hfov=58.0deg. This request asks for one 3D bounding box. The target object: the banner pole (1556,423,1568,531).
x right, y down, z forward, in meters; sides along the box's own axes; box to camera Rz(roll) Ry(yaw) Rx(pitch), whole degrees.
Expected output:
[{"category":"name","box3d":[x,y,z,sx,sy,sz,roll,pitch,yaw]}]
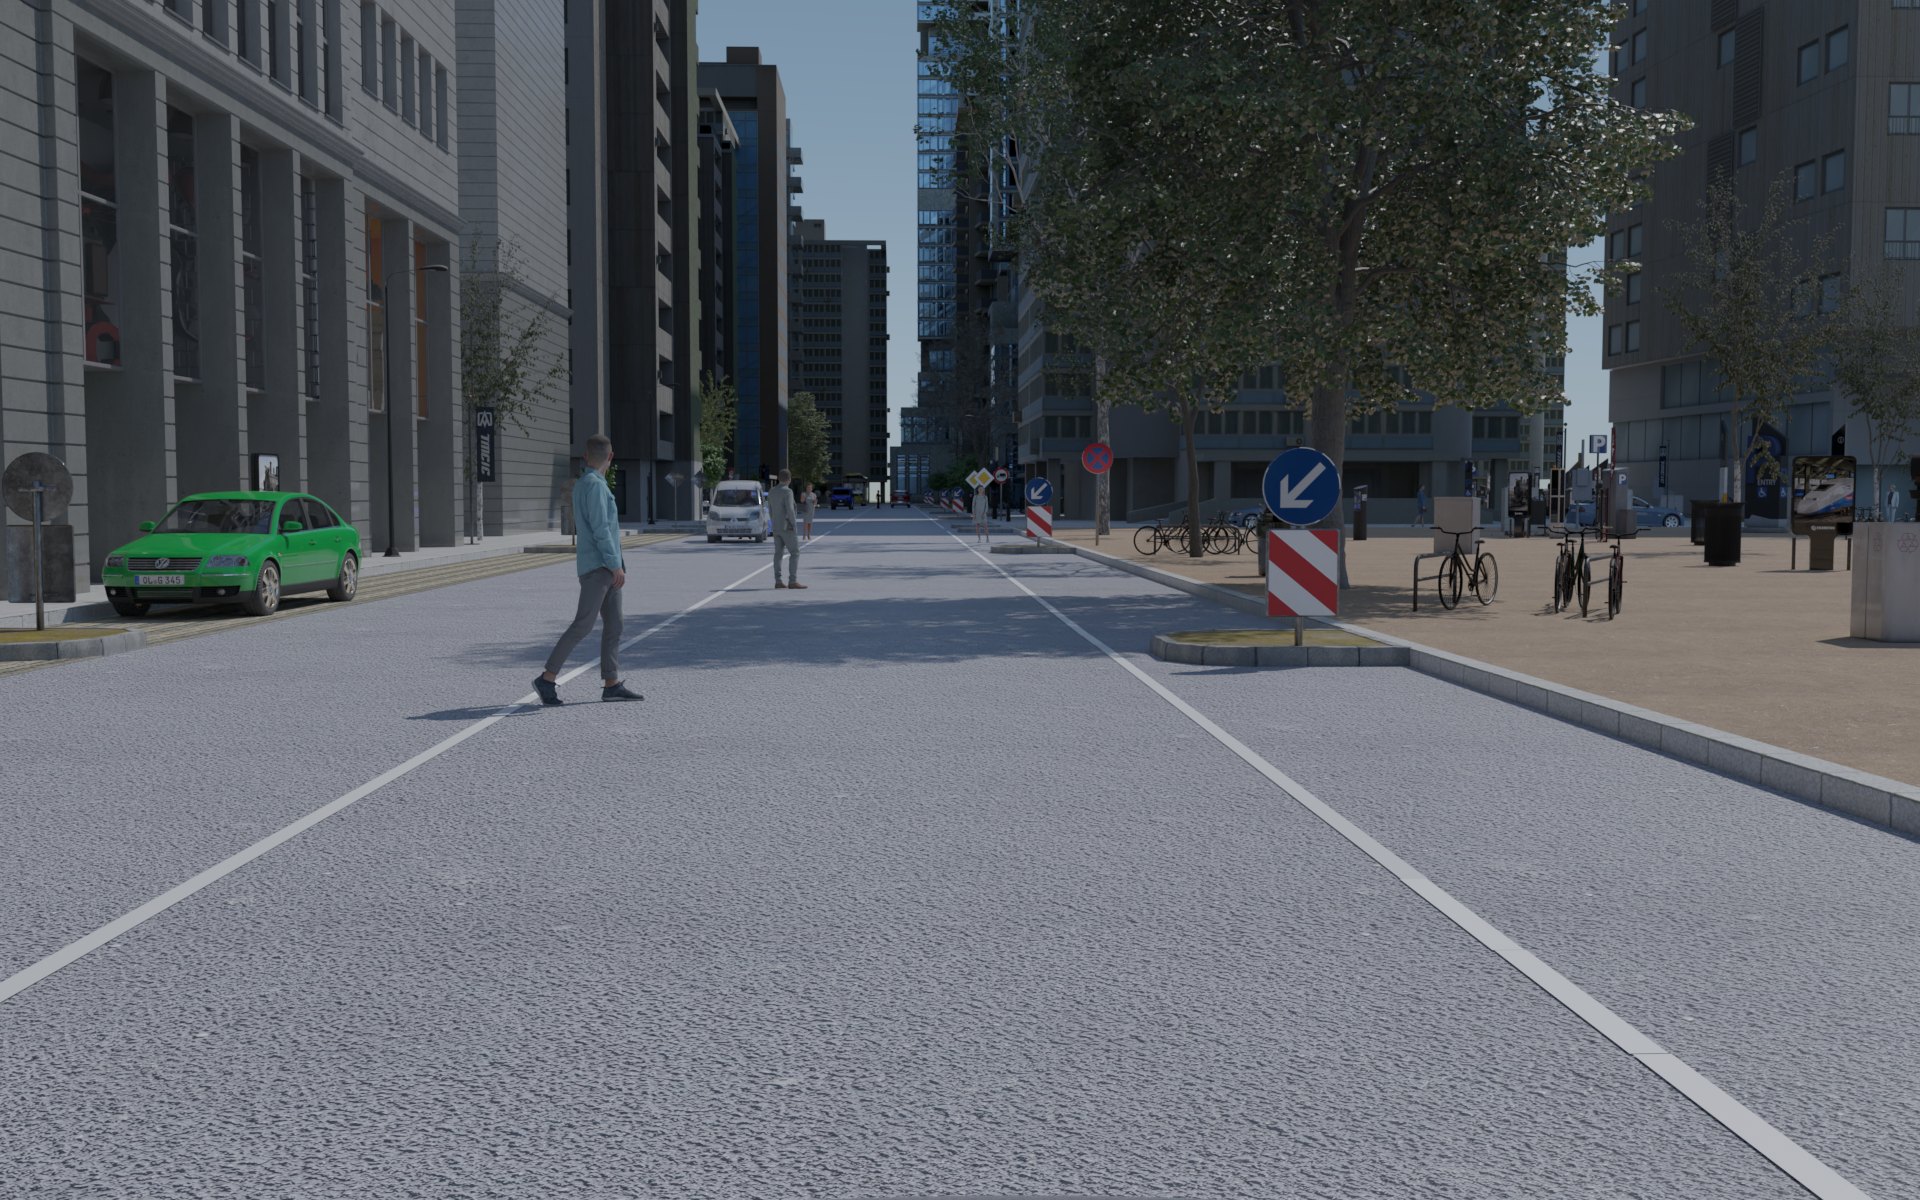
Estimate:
[{"category":"banner pole","box3d":[21.139,-4.335,60.900,0.401,3.779,0.863,-1,4,-9]}]

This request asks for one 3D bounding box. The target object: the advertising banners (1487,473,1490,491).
[{"category":"advertising banners","box3d":[43.683,-9.077,144.589,2.074,3.025,0.090,-3,4,-38]}]

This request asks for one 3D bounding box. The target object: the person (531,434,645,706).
[{"category":"person","box3d":[-2.553,-0.215,11.882,0.748,1.841,0.638,0,4,-7]}]

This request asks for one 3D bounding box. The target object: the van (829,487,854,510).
[{"category":"van","box3d":[-10.739,-9.401,158.090,2.240,2.365,5.245,0,4,-1]}]

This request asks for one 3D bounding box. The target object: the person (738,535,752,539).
[{"category":"person","box3d":[-6.791,-2.842,54.883,0.656,1.842,0.836,-2,4,-26]}]

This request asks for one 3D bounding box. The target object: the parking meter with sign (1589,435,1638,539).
[{"category":"parking meter with sign","box3d":[18.948,-3.295,50.131,0.543,3.016,1.738,-1,4,-15]}]

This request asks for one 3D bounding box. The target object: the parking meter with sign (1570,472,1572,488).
[{"category":"parking meter with sign","box3d":[50.988,-9.024,143.804,1.738,3.016,0.543,-1,4,-21]}]

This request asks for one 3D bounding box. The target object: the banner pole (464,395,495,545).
[{"category":"banner pole","box3d":[-12.140,-3.288,43.768,0.863,3.779,0.401,0,4,3]}]

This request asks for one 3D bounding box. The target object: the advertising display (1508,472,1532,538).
[{"category":"advertising display","box3d":[16.388,-2.783,50.711,0.123,1.923,0.974,-1,4,-18]}]

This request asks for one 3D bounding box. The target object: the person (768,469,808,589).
[{"category":"person","box3d":[-2.660,-1.079,26.243,0.635,1.810,0.391,3,4,39]}]

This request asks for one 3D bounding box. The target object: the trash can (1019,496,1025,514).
[{"category":"trash can","box3d":[4.177,-6.172,112.567,0.748,1.137,0.748,0,3,0]}]

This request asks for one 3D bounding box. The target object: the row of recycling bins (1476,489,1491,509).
[{"category":"row of recycling bins","box3d":[37.435,-7.270,125.983,3.534,1.692,1.069,1,4,22]}]

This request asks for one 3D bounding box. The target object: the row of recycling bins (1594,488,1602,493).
[{"category":"row of recycling bins","box3d":[40.247,-6.098,106.818,3.534,1.692,1.069,2,4,25]}]

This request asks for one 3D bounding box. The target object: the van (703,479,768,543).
[{"category":"van","box3d":[-6.681,-2.758,52.099,2.013,2.044,4.112,0,4,-4]}]

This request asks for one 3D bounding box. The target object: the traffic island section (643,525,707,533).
[{"category":"traffic island section","box3d":[-10.659,-2.603,64.837,2.009,0.180,2.903,0,4,-2]}]

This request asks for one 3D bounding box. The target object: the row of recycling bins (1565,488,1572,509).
[{"category":"row of recycling bins","box3d":[41.017,-6.652,115.868,1.069,1.692,3.534,2,4,25]}]

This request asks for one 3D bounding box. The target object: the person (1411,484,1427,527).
[{"category":"person","box3d":[18.405,-3.718,69.318,0.654,1.822,0.581,1,4,14]}]

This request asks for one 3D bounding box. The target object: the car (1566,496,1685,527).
[{"category":"car","box3d":[26.610,-3.499,69.210,4.499,1.417,2.014,0,4,-1]}]

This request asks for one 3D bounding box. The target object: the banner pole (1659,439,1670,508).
[{"category":"banner pole","box3d":[32.067,-5.431,78.819,0.401,3.779,0.863,-1,4,-15]}]

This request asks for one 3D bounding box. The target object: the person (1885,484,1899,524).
[{"category":"person","box3d":[38.882,-3.909,72.289,0.514,1.842,0.818,2,4,28]}]

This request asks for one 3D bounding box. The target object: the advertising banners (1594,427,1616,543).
[{"category":"advertising banners","box3d":[17.166,-3.047,46.011,0.090,3.025,2.074,1,4,10]}]

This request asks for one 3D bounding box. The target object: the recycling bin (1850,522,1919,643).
[{"category":"recycling bin","box3d":[8.347,-0.163,15.225,0.722,1.027,0.722,0,4,4]}]

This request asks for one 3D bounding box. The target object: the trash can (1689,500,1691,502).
[{"category":"trash can","box3d":[18.652,-1.942,43.411,0.748,1.137,0.748,0,3,0]}]

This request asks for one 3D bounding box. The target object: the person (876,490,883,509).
[{"category":"person","box3d":[-7.921,-9.803,168.718,0.705,1.831,1.348,-2,4,-31]}]

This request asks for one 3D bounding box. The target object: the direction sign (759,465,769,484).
[{"category":"direction sign","box3d":[-15.473,-8.864,136.928,0.876,3.537,0.379,1,4,16]}]

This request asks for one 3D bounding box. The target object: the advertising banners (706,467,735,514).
[{"category":"advertising banners","box3d":[-15.624,-7.145,113.010,2.074,3.025,0.090,1,4,17]}]

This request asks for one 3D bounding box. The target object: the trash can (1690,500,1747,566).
[{"category":"trash can","box3d":[13.632,-1.180,30.945,0.748,1.137,0.748,0,3,0]}]

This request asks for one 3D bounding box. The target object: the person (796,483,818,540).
[{"category":"person","box3d":[-4.813,-2.784,54.380,0.716,1.782,0.532,-2,4,-23]}]

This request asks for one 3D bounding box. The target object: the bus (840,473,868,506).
[{"category":"bus","box3d":[-12.368,-13.017,204.370,2.896,3.916,12.252,0,4,-1]}]

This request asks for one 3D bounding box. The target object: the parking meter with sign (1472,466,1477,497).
[{"category":"parking meter with sign","box3d":[31.586,-6.770,106.953,0.543,3.016,1.738,1,4,17]}]

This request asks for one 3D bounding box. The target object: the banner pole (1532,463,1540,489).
[{"category":"banner pole","box3d":[46.334,-9.149,139.596,0.863,3.779,0.401,0,4,2]}]

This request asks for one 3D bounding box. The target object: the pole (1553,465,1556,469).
[{"category":"pole","box3d":[41.735,-7.819,121.677,0.158,3.312,0.155,0,3,0]}]

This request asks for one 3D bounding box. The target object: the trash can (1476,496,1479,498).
[{"category":"trash can","box3d":[39.618,-7.527,134.715,0.748,1.137,0.748,0,3,0]}]

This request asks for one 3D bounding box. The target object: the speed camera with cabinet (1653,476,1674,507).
[{"category":"speed camera with cabinet","box3d":[36.690,-5.870,90.308,0.660,3.252,2.038,3,4,37]}]

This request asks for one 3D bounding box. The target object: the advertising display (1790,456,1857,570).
[{"category":"advertising display","box3d":[14.535,-1.466,29.178,0.974,1.923,0.123,1,4,17]}]

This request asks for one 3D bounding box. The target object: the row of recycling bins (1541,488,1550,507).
[{"category":"row of recycling bins","box3d":[42.269,-7.311,126.647,3.534,1.692,1.069,-3,5,-44]}]

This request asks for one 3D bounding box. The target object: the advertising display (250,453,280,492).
[{"category":"advertising display","box3d":[-10.939,-1.352,27.318,0.123,1.923,0.974,0,4,-3]}]

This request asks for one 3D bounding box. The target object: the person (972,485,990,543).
[{"category":"person","box3d":[0.613,-2.546,51.134,0.512,1.701,0.522,0,4,-2]}]

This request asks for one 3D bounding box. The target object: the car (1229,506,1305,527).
[{"category":"car","box3d":[13.028,-3.509,69.374,4.499,1.417,2.014,0,4,-1]}]

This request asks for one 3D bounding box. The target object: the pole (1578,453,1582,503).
[{"category":"pole","box3d":[30.497,-5.590,85.235,0.158,3.312,0.155,0,3,0]}]

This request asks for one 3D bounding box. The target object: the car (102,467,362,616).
[{"category":"car","box3d":[-8.954,-0.783,21.604,1.959,1.807,4.718,0,4,-1]}]

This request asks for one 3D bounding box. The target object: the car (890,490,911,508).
[{"category":"car","box3d":[-6.180,-10.478,179.991,2.281,1.827,5.304,0,4,-2]}]

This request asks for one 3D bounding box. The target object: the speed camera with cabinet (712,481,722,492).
[{"category":"speed camera with cabinet","box3d":[-16.334,-7.789,121.680,2.038,3.252,0.660,-2,4,-27]}]

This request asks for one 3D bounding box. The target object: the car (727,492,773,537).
[{"category":"car","box3d":[-6.984,-3.036,59.227,1.945,1.707,3.694,0,4,0]}]

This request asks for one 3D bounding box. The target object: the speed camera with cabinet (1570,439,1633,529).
[{"category":"speed camera with cabinet","box3d":[23.222,-4.177,62.632,2.038,3.252,0.660,1,4,17]}]

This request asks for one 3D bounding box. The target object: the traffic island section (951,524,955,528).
[{"category":"traffic island section","box3d":[0.636,-3.116,73.229,2.009,0.180,2.903,0,4,-2]}]
